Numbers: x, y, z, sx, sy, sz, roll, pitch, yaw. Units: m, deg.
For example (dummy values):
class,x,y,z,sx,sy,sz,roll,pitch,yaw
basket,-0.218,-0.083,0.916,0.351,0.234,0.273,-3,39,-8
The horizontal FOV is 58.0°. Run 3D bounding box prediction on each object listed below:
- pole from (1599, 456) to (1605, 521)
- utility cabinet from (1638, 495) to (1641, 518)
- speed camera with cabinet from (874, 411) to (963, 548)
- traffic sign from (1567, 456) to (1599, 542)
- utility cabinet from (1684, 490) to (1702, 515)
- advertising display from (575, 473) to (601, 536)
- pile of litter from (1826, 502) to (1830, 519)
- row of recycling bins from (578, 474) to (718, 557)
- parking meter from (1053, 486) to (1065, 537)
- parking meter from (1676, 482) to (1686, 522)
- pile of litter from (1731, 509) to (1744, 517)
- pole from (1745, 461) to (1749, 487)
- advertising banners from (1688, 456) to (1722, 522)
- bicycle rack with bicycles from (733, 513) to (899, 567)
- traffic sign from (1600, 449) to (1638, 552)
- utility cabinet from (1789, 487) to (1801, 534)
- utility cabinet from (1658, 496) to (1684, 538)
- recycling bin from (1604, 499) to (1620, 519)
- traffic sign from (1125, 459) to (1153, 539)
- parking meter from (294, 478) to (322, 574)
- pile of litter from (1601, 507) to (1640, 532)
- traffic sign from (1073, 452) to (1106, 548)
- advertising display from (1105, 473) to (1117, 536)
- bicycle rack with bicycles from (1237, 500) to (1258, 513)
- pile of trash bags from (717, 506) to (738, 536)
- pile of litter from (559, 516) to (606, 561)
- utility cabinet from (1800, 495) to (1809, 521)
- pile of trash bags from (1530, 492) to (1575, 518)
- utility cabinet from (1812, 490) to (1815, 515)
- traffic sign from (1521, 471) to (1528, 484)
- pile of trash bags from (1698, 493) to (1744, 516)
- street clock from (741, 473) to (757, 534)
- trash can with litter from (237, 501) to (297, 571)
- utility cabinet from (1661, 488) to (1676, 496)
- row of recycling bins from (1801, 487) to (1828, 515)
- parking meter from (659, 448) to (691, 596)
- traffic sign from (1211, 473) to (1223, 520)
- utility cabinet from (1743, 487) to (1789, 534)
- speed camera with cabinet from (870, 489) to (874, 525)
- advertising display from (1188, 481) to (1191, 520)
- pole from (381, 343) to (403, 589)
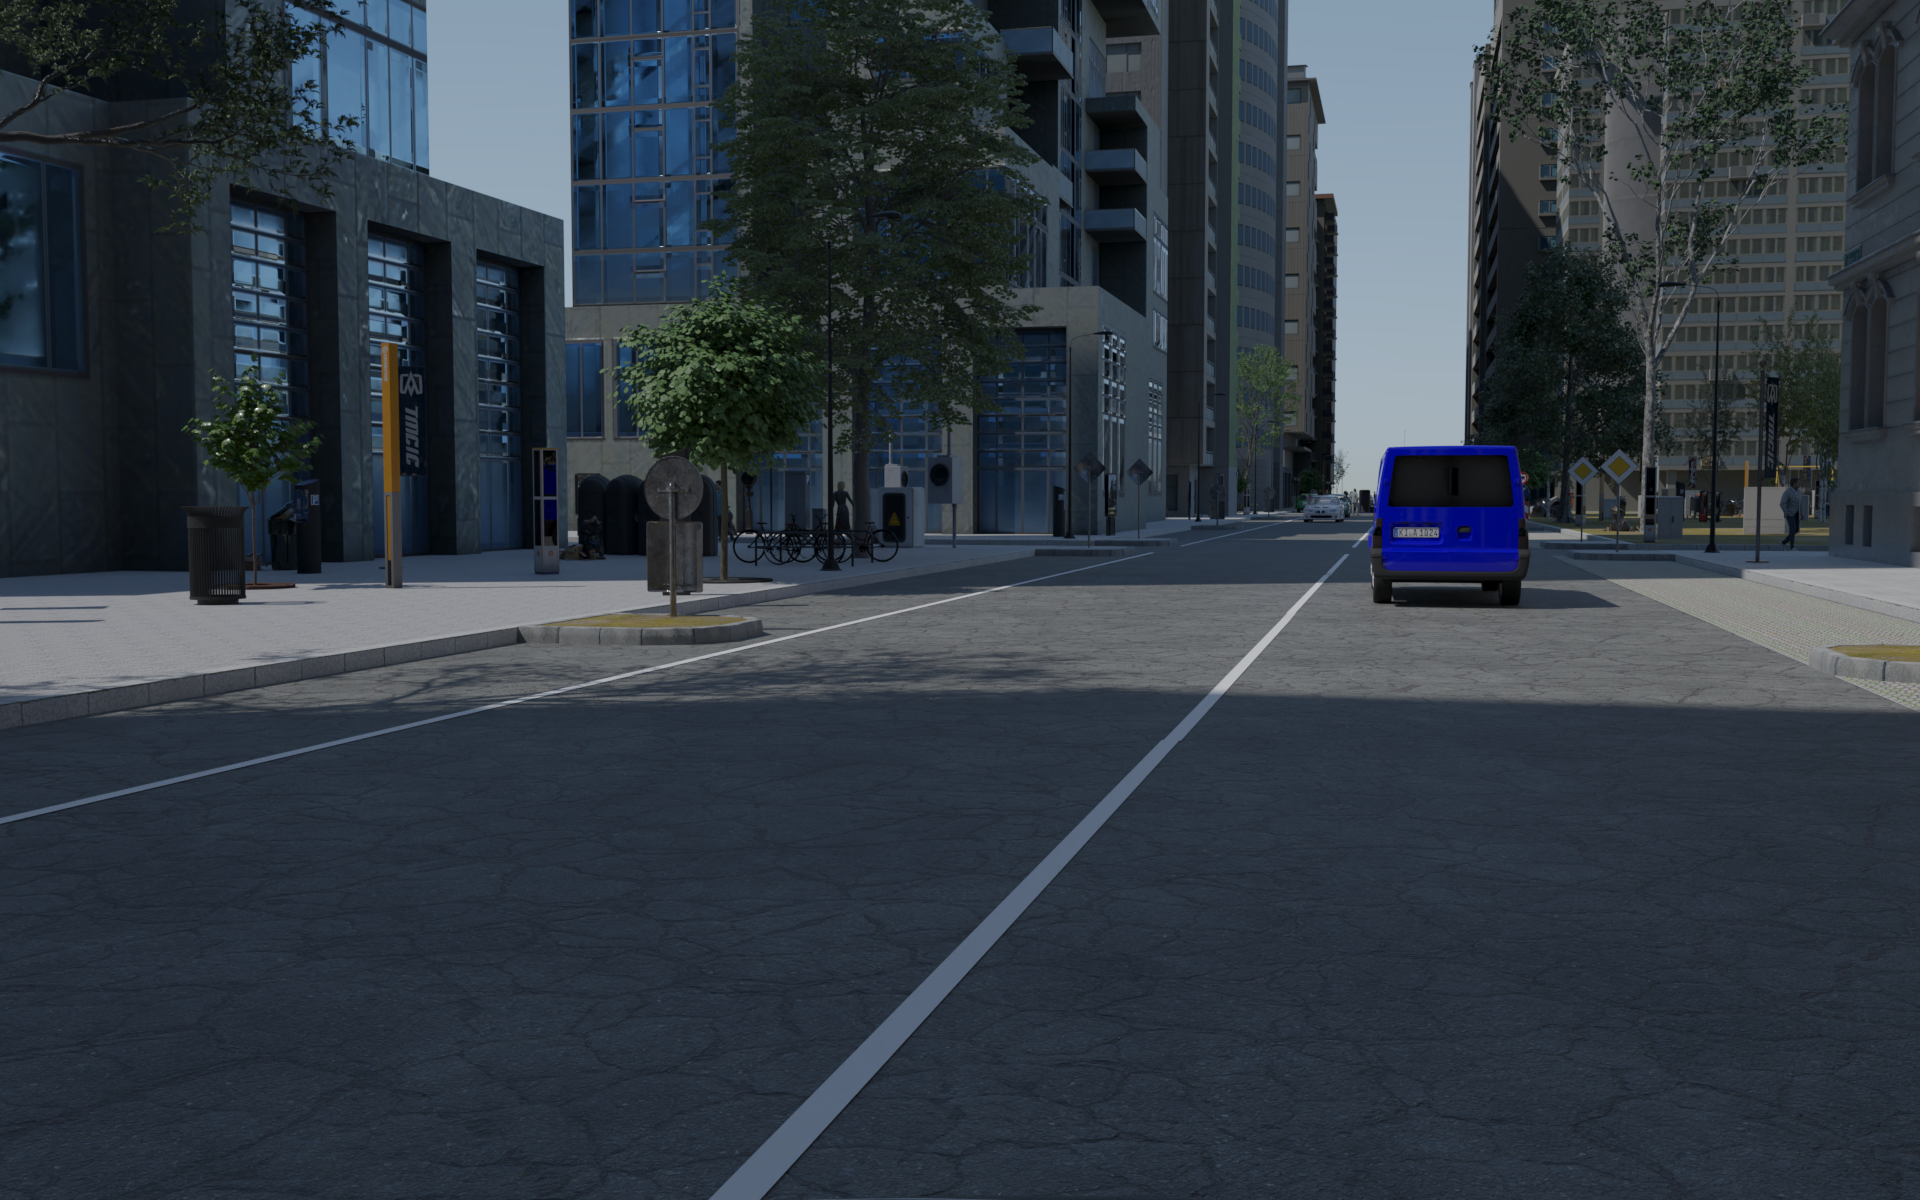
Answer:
class,x,y,z,sx,sy,sz,roll,pitch,yaw
pole,30.493,-5.408,82.269,0.158,3.312,0.155,0,3,0
utility cabinet,37.442,-5.083,94.274,1.020,1.237,0.306,-1,4,-11
speed camera with cabinet,-0.947,-2.874,41.325,2.038,3.252,0.660,2,4,29
traffic sign,16.532,-2.592,46.018,0.795,2.450,0.064,1,4,14
utility cabinet,43.607,-5.782,103.212,1.173,1.500,0.318,-1,4,-18
advertising display,-11.440,-2.943,53.330,0.123,1.923,0.974,3,4,37
pile of litter,45.591,-4.683,90.527,1.719,0.858,1.176,-1,4,-22
row of recycling bins,-6.602,-1.792,36.404,3.534,1.692,1.069,2,4,29
parking meter,2.963,-2.655,51.820,0.372,1.533,0.369,0,3,0
parking meter,33.550,-4.585,80.673,0.399,1.863,0.255,-1,4,-13
pile of litter,43.741,-5.019,96.031,1.176,0.858,1.719,-3,5,-43
pole,48.130,-6.860,106.006,0.158,3.312,0.155,0,3,0
advertising banners,34.175,-5.096,79.509,0.090,3.025,2.074,-1,4,-21
bicycle rack with bicycles,-2.776,-1.124,31.758,2.925,0.926,2.852,1,4,10
traffic sign,14.548,-2.119,38.283,0.795,2.450,0.064,1,4,14
utility cabinet,26.252,-2.845,55.193,1.173,1.500,0.318,-2,4,-26
utility cabinet,20.420,-2.388,50.212,1.020,1.237,0.306,0,4,-7
recycling bin,33.403,-4.665,88.831,0.722,1.027,0.722,2,4,29
traffic sign,5.063,-2.772,48.970,0.795,2.450,0.064,1,4,14
parking meter,-10.520,-1.195,27.954,0.372,1.533,0.369,0,3,0
pile of litter,22.882,-2.803,59.787,1.176,0.858,1.719,0,4,-2
traffic sign,3.079,-2.299,41.234,0.795,2.450,0.064,1,4,14
advertising display,4.642,-2.944,53.353,0.123,1.923,0.974,1,4,20
bicycle rack with bicycles,18.559,-6.227,115.190,2.852,0.926,2.925,-1,4,-22
pile of trash bags,-8.497,-2.672,53.447,3.447,1.369,1.912,2,4,34
pile of litter,-7.506,-1.230,34.079,1.176,0.858,1.719,0,4,2
utility cabinet,40.419,-4.434,83.651,1.020,1.237,0.306,2,4,33
pile of trash bags,32.487,-5.161,94.136,1.912,1.369,3.447,3,5,43
utility cabinet,53.107,-5.998,106.740,1.173,1.500,0.318,-1,4,-15
traffic sign,31.208,-5.892,96.434,0.768,2.556,0.104,1,4,17
pile of trash bags,43.931,-5.530,100.175,3.447,1.369,1.912,-2,4,-29
street clock,-6.716,-3.094,55.158,0.471,2.002,0.358,1,4,19
trash can with litter,-11.589,-1.082,29.080,1.055,1.170,0.624,-1,4,-18
utility cabinet,26.687,-3.463,65.294,0.318,1.500,1.173,1,4,11
row of recycling bins,52.406,-5.943,104.288,3.534,1.692,1.069,2,4,28
parking meter,-3.623,-0.993,21.939,0.399,1.863,0.255,0,4,-5
traffic sign,12.746,-5.119,85.828,0.606,2.300,0.079,2,4,24
utility cabinet,25.363,-2.809,54.608,1.173,1.500,0.318,1,4,20
speed camera with cabinet,-2.191,-3.603,53.243,0.660,3.252,2.038,1,4,18
advertising display,11.496,-4.990,86.793,0.123,1.923,0.974,0,4,5
pole,-7.700,-1.812,23.466,0.158,3.312,0.155,0,3,0
